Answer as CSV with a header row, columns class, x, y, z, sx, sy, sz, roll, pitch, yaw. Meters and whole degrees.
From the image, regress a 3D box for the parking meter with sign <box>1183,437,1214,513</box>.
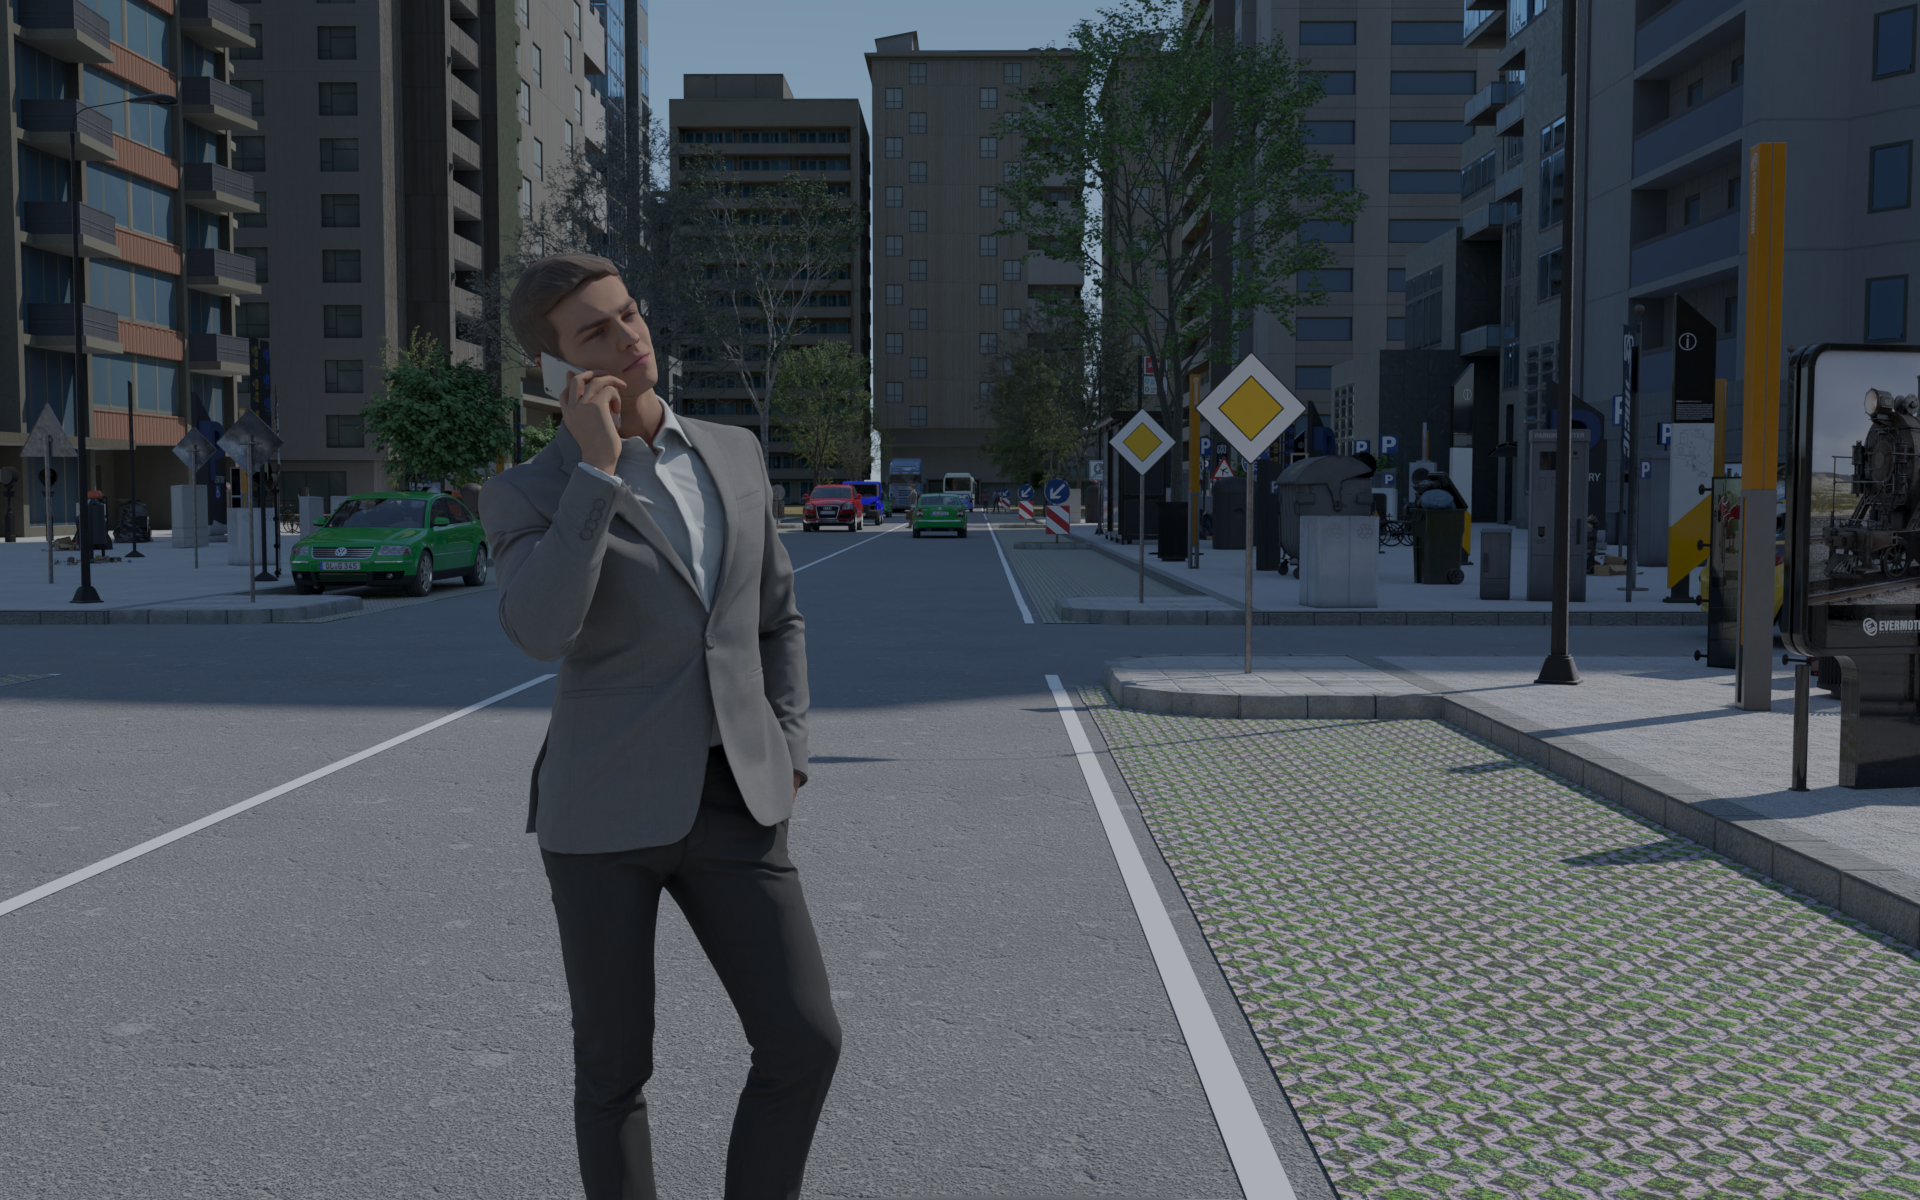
class,x,y,z,sx,sy,sz,roll,pitch,yaw
parking meter with sign,6.976,-3.520,53.814,0.543,3.016,1.738,-3,4,-39

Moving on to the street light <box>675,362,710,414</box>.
class,x,y,z,sx,sy,sz,roll,pitch,yaw
street light,-9.425,-5.407,60.943,1.470,5.913,1.316,0,4,1

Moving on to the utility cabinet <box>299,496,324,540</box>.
class,x,y,z,sx,sy,sz,roll,pitch,yaw
utility cabinet,-16.819,-2.067,44.955,0.306,1.237,1.020,0,4,-1

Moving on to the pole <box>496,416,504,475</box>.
class,x,y,z,sx,sy,sz,roll,pitch,yaw
pole,-11.580,-3.045,43.633,0.158,3.312,0.155,0,3,0

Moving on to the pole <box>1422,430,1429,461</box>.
class,x,y,z,sx,sy,sz,roll,pitch,yaw
pole,14.924,-3.778,55.617,0.158,3.312,0.155,0,3,0

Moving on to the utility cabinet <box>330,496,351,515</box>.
class,x,y,z,sx,sy,sz,roll,pitch,yaw
utility cabinet,-18.913,-2.594,53.574,1.020,1.237,0.306,-1,4,-16

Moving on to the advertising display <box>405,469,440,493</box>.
class,x,y,z,sx,sy,sz,roll,pitch,yaw
advertising display,-12.444,-2.144,40.270,0.123,1.923,0.974,3,4,36

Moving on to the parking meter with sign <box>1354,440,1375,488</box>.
class,x,y,z,sx,sy,sz,roll,pitch,yaw
parking meter with sign,13.569,-3.691,56.606,0.543,3.016,1.738,3,5,44

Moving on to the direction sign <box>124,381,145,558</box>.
class,x,y,z,sx,sy,sz,roll,pitch,yaw
direction sign,-16.758,-2.634,35.065,0.379,3.537,0.876,-1,4,-22

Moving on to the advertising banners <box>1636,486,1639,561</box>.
class,x,y,z,sx,sy,sz,roll,pitch,yaw
advertising banners,13.076,-2.261,33.153,0.090,3.025,2.074,2,4,34

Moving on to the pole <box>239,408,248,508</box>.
class,x,y,z,sx,sy,sz,roll,pitch,yaw
pole,-17.018,-2.898,41.224,0.158,3.312,0.155,0,3,0

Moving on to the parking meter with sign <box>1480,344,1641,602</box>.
class,x,y,z,sx,sy,sz,roll,pitch,yaw
parking meter with sign,7.158,-1.497,20.743,1.738,3.016,0.543,1,4,19

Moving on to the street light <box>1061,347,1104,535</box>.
class,x,y,z,sx,sy,sz,roll,pitch,yaw
street light,3.888,-5.032,54.820,1.470,5.913,1.316,0,4,1

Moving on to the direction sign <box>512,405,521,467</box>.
class,x,y,z,sx,sy,sz,roll,pitch,yaw
direction sign,-11.131,-3.155,43.589,0.379,3.537,0.876,0,4,-4

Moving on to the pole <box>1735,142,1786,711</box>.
class,x,y,z,sx,sy,sz,roll,pitch,yaw
pole,4.716,-1.001,10.205,0.158,3.312,0.155,0,3,0

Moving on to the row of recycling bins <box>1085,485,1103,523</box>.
class,x,y,z,sx,sy,sz,roll,pitch,yaw
row of recycling bins,7.306,-4.274,76.992,3.534,1.692,1.069,-1,4,-15

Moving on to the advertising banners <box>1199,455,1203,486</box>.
class,x,y,z,sx,sy,sz,roll,pitch,yaw
advertising banners,7.474,-3.652,55.898,0.090,3.025,2.074,2,4,31

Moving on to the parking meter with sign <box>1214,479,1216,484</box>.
class,x,y,z,sx,sy,sz,roll,pitch,yaw
parking meter with sign,13.128,-5.646,88.576,1.738,3.016,0.543,-3,5,-39

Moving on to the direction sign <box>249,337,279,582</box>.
class,x,y,z,sx,sy,sz,roll,pitch,yaw
direction sign,-10.248,-2.045,25.428,0.379,3.537,0.876,0,4,-6

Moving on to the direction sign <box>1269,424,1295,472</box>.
class,x,y,z,sx,sy,sz,roll,pitch,yaw
direction sign,10.468,-3.938,56.380,0.876,3.537,0.379,3,4,37

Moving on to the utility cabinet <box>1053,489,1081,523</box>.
class,x,y,z,sx,sy,sz,roll,pitch,yaw
utility cabinet,4.604,-4.026,74.497,1.173,1.500,0.318,0,4,6

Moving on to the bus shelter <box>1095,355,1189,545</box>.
class,x,y,z,sx,sy,sz,roll,pitch,yaw
bus shelter,4.918,-4.291,47.797,2.179,5.291,8.768,0,4,1

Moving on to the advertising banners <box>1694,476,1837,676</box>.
class,x,y,z,sx,sy,sz,roll,pitch,yaw
advertising banners,6.129,-0.968,12.008,0.090,3.025,2.074,-3,4,-37

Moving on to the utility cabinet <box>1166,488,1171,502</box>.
class,x,y,z,sx,sy,sz,roll,pitch,yaw
utility cabinet,7.986,-3.334,63.183,1.173,1.500,0.318,-3,5,-43

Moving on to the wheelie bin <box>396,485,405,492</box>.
class,x,y,z,sx,sy,sz,roll,pitch,yaw
wheelie bin,-20.293,-3.367,62.954,0.693,1.594,0.980,-1,4,-23

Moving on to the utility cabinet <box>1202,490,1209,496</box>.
class,x,y,z,sx,sy,sz,roll,pitch,yaw
utility cabinet,13.604,-5.295,95.254,0.318,1.500,1.173,2,4,26

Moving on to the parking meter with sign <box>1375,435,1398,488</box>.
class,x,y,z,sx,sy,sz,roll,pitch,yaw
parking meter with sign,12.546,-3.334,50.767,0.543,3.016,1.738,1,4,14

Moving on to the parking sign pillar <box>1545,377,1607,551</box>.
class,x,y,z,sx,sy,sz,roll,pitch,yaw
parking sign pillar,14.139,-3.139,39.787,1.447,3.967,1.447,0,4,5

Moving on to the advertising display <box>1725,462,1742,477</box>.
class,x,y,z,sx,sy,sz,roll,pitch,yaw
advertising display,15.286,-1.804,34.714,0.974,1.923,0.123,3,5,40

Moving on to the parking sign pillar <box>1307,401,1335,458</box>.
class,x,y,z,sx,sy,sz,roll,pitch,yaw
parking sign pillar,10.536,-3.795,50.520,1.447,3.967,1.447,2,4,31

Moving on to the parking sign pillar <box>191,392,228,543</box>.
class,x,y,z,sx,sy,sz,roll,pitch,yaw
parking sign pillar,-20.059,-3.536,46.294,1.447,3.967,1.447,0,4,-4

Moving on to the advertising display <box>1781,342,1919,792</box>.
class,x,y,z,sx,sy,sz,roll,pitch,yaw
advertising display,4.045,-0.142,7.539,0.974,1.923,0.123,-1,4,-13

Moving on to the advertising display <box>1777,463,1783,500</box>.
class,x,y,z,sx,sy,sz,roll,pitch,yaw
advertising display,16.685,-1.871,35.797,0.974,1.923,0.123,2,4,25

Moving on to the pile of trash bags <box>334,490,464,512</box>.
class,x,y,z,sx,sy,sz,roll,pitch,yaw
pile of trash bags,-13.567,-1.961,41.822,3.447,1.369,1.912,1,4,14

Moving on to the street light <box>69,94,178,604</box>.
class,x,y,z,sx,sy,sz,roll,pitch,yaw
street light,-9.773,-2.919,20.260,1.470,5.913,1.316,0,4,1

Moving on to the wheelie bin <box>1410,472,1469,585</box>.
class,x,y,z,sx,sy,sz,roll,pitch,yaw
wheelie bin,6.814,-1.028,24.710,0.693,1.594,0.980,0,4,-6

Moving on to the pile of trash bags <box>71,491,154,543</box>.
class,x,y,z,sx,sy,sz,roll,pitch,yaw
pile of trash bags,-22.215,-2.165,45.143,1.912,1.369,3.447,-1,4,-16

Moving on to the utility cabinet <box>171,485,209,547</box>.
class,x,y,z,sx,sy,sz,roll,pitch,yaw
utility cabinet,-18.455,-2.006,41.476,0.318,1.500,1.173,0,4,3

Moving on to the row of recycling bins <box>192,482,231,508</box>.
class,x,y,z,sx,sy,sz,roll,pitch,yaw
row of recycling bins,-24.118,-2.981,55.848,1.069,1.692,3.534,-1,4,-11

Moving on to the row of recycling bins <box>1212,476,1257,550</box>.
class,x,y,z,sx,sy,sz,roll,pitch,yaw
row of recycling bins,6.584,-2.099,41.432,1.069,1.692,3.534,1,4,14

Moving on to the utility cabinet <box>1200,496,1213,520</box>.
class,x,y,z,sx,sy,sz,roll,pitch,yaw
utility cabinet,9.577,-3.556,69.300,1.020,1.237,0.306,1,4,23

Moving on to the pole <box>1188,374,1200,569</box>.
class,x,y,z,sx,sy,sz,roll,pitch,yaw
pole,4.010,-2.190,29.658,0.158,3.312,0.155,0,3,0

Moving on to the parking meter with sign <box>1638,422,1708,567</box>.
class,x,y,z,sx,sy,sz,roll,pitch,yaw
parking meter with sign,12.397,-2.095,30.515,1.738,3.016,0.543,-1,4,-13

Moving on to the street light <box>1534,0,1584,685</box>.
class,x,y,z,sx,sy,sz,roll,pitch,yaw
street light,3.533,-2.390,11.617,1.470,5.913,1.316,0,4,1

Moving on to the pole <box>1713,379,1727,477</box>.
class,x,y,z,sx,sy,sz,roll,pitch,yaw
pole,13.460,-2.255,30.718,0.158,3.312,0.155,0,3,0

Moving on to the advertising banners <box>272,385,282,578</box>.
class,x,y,z,sx,sy,sz,roll,pitch,yaw
advertising banners,-10.771,-1.904,27.315,0.090,3.025,2.074,-1,4,-20

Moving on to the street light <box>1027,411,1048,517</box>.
class,x,y,z,sx,sy,sz,roll,pitch,yaw
street light,4.234,-7.515,95.406,1.470,5.913,1.316,0,4,1

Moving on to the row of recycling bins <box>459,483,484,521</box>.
class,x,y,z,sx,sy,sz,roll,pitch,yaw
row of recycling bins,-17.455,-3.537,64.940,1.069,1.692,3.534,2,4,25
